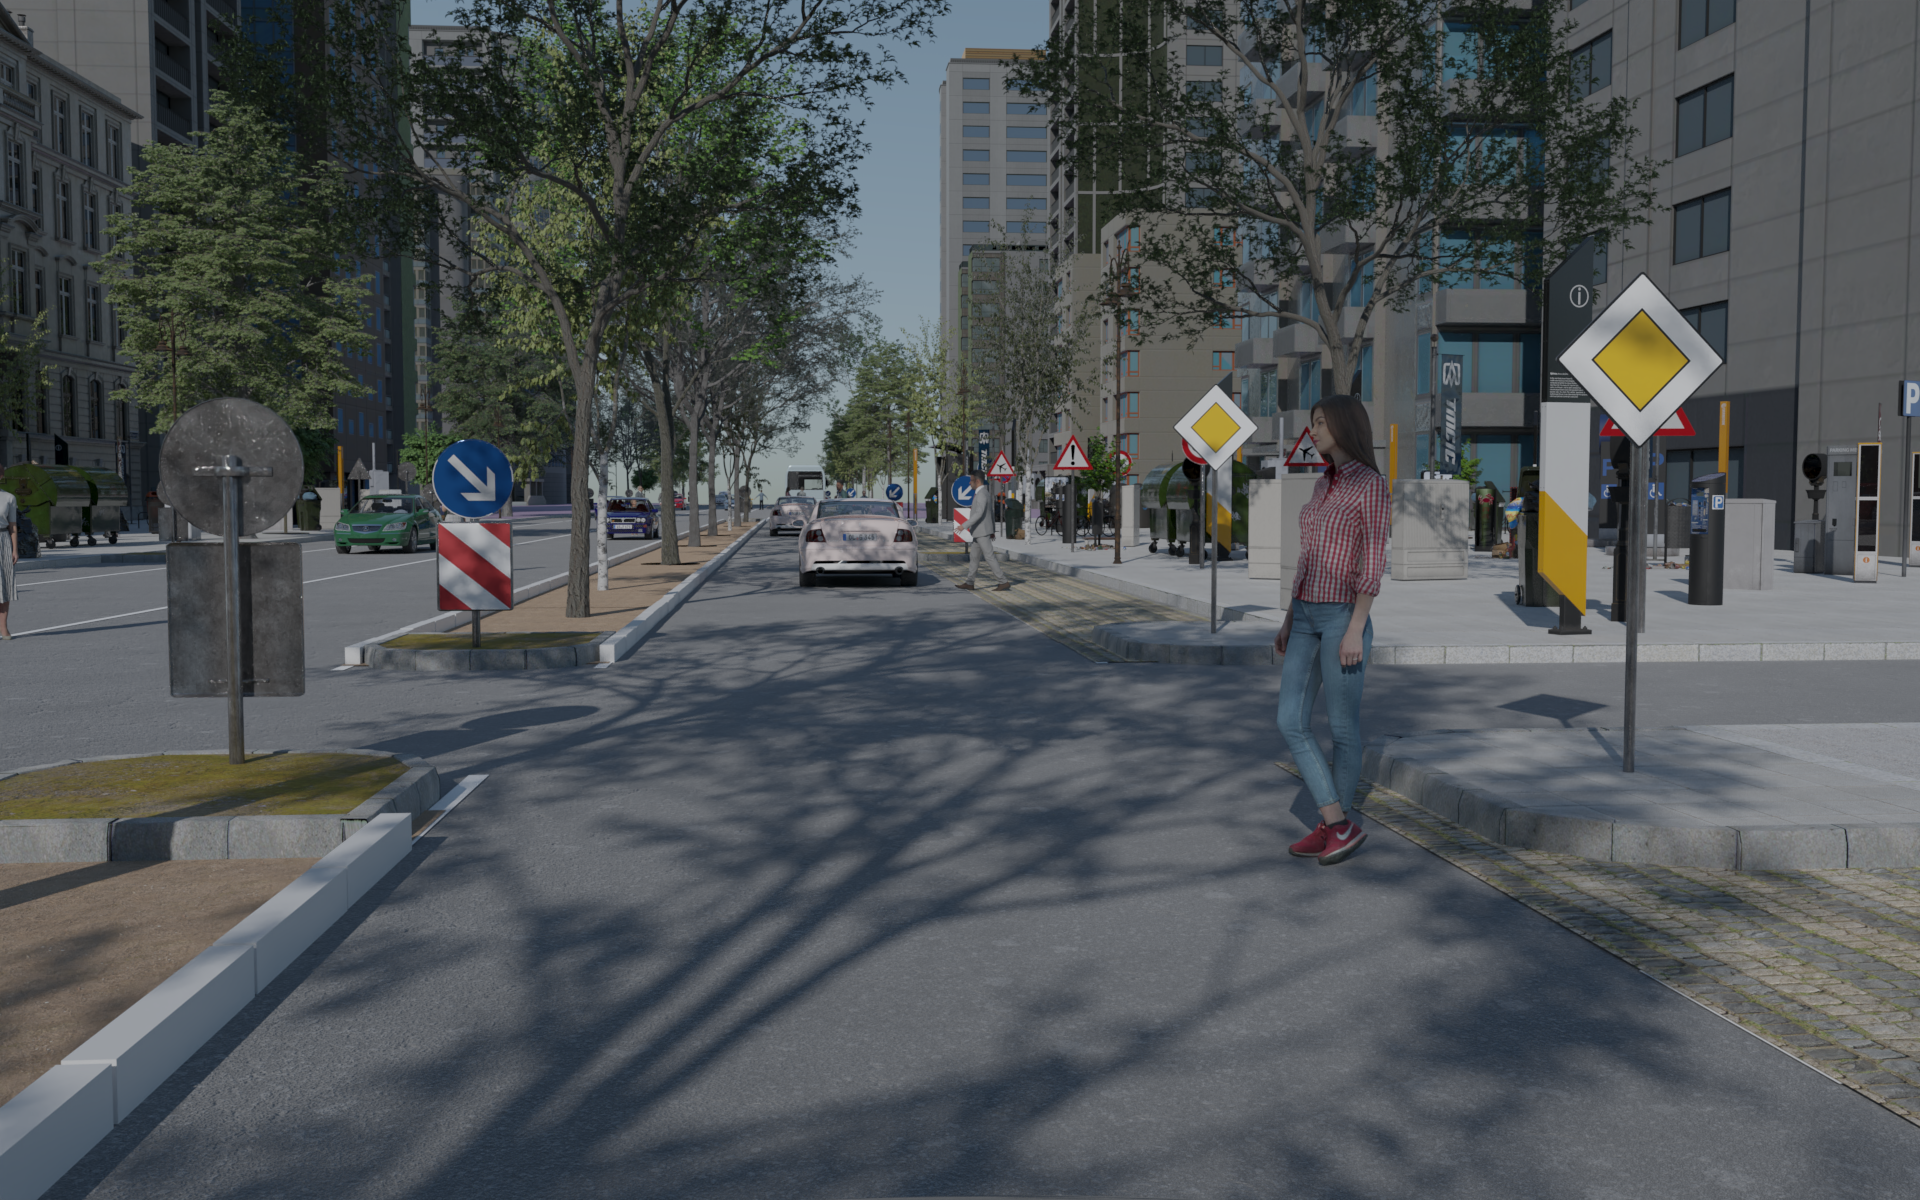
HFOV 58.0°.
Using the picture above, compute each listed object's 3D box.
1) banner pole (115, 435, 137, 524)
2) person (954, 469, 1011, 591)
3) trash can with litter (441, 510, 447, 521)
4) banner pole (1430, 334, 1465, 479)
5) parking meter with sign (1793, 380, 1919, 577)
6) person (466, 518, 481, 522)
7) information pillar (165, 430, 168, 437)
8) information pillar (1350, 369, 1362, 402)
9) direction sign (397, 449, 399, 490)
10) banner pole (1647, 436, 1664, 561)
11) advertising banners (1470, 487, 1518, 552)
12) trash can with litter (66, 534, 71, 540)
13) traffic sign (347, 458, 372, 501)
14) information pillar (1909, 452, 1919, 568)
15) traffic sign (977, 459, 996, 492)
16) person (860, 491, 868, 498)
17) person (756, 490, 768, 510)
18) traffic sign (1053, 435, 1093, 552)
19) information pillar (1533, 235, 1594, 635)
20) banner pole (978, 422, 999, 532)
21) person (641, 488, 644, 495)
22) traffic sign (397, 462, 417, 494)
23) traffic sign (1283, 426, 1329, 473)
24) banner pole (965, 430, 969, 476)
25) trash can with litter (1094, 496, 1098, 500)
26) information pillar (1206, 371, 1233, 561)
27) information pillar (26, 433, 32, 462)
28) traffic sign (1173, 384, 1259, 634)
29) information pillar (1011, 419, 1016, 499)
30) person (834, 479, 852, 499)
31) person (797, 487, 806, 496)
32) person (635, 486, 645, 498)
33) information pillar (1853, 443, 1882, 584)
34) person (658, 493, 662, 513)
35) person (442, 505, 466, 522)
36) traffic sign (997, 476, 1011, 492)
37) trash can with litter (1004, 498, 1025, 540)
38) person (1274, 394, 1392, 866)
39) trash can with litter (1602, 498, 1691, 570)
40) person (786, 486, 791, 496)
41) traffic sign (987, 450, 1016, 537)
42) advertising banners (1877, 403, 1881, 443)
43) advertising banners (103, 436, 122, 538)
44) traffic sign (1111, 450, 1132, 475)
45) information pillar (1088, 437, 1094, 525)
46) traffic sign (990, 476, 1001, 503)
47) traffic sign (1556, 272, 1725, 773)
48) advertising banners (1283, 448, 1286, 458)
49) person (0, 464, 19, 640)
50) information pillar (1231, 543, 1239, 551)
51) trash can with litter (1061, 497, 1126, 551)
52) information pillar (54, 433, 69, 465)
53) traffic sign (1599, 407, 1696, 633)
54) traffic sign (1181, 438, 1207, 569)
[{"bbox_3d":[-35.438,-5.107,73.516,0.401,3.779,0.863,2,4,35],"label":"banner pole"},{"bbox_3d":[0.329,-1.020,25.459,0.850,1.792,0.678,0,4,6],"label":"person"},{"bbox_3d":[-24.526,-4.350,82.503,1.055,1.170,0.624,2,4,35],"label":"trash can with litter"},{"bbox_3d":[7.605,-2.278,27.258,0.863,3.779,0.401,-2,4,-30],"label":"banner pole"},{"bbox_3d":[14.129,-1.904,27.384,0.543,3.016,1.738,-2,4,-35],"label":"parking meter with sign"},{"bbox_3d":[-13.043,-2.287,46.459,0.524,1.755,0.480,3,5,39],"label":"person"},{"bbox_3d":[-24.469,-3.801,53.498,0.183,3.616,0.504,-2,4,-28],"label":"information pillar"},{"bbox_3d":[7.350,-2.513,32.435,0.183,3.616,0.504,3,5,44],"label":"information pillar"},{"bbox_3d":[-28.376,-5.838,87.447,0.379,3.537,0.876,-1,4,-16],"label":"direction sign"},{"bbox_3d":[13.220,-2.638,33.143,0.863,3.779,0.401,-3,4,-39],"label":"banner pole"},{"bbox_3d":[12.309,-2.560,38.039,2.074,3.025,0.090,2,4,25],"label":"advertising banners"},{"bbox_3d":[-25.227,-2.265,48.421,0.624,1.170,1.055,-1,4,-18],"label":"trash can with litter"},{"bbox_3d":[-21.465,-3.786,61.909,0.884,2.594,0.081,0,4,3],"label":"traffic sign"},{"bbox_3d":[16.830,-1.575,30.249,0.304,2.012,0.304,-2,4,-34],"label":"information pillar"},{"bbox_3d":[0.984,-3.689,60.426,0.768,2.556,0.104,0,4,-2],"label":"traffic sign"},{"bbox_3d":[-4.718,-4.581,85.210,0.589,1.601,0.330,0,4,-1],"label":"person"},{"bbox_3d":[-17.930,-9.040,156.289,1.348,1.826,0.705,-2,4,-30],"label":"person"},{"bbox_3d":[2.474,-2.324,37.999,0.884,2.594,0.081,0,4,1],"label":"traffic sign"},{"bbox_3d":[5.508,-1.491,15.726,0.504,3.616,0.183,-1,4,-18],"label":"information pillar"},{"bbox_3d":[0.949,-4.212,58.876,0.863,3.779,0.401,3,4,37],"label":"banner pole"},{"bbox_3d":[-18.595,-5.598,100.543,0.721,1.766,1.217,-2,4,-30],"label":"person"},{"bbox_3d":[-21.889,-4.185,68.525,0.768,2.556,0.104,0,4,-5],"label":"traffic sign"},{"bbox_3d":[6.633,-2.033,33.237,0.884,2.594,0.081,0,3,0],"label":"traffic sign"},{"bbox_3d":[0.244,-4.764,67.904,0.401,3.779,0.863,-1,4,-12],"label":"banner pole"},{"bbox_3d":[6.817,-4.635,87.172,0.624,1.170,1.055,1,4,10],"label":"trash can with litter"},{"bbox_3d":[4.962,-2.550,33.042,0.504,3.616,0.183,-1,4,-12],"label":"information pillar"},{"bbox_3d":[-35.675,-4.591,66.419,0.183,3.616,0.504,-1,4,-19],"label":"information pillar"},{"bbox_3d":[2.332,-0.749,15.883,0.795,2.450,0.064,0,4,-5],"label":"traffic sign"},{"bbox_3d":[1.640,-3.751,52.680,0.183,3.616,0.504,1,4,11],"label":"information pillar"},{"bbox_3d":[-3.186,-2.324,46.488,0.713,1.824,0.794,0,4,-2],"label":"person"},{"bbox_3d":[-8.065,-4.898,88.687,0.635,1.810,0.391,1,4,21],"label":"person"},{"bbox_3d":[-14.510,-4.302,79.020,0.590,1.801,0.661,2,4,24],"label":"person"},{"bbox_3d":[13.063,-1.251,24.942,0.304,2.012,0.304,2,4,24],"label":"information pillar"},{"bbox_3d":[-15.242,-4.932,89.528,0.661,1.777,0.834,-3,4,-38],"label":"person"},{"bbox_3d":[-8.885,-1.315,30.564,0.524,1.755,0.480,3,5,41],"label":"person"},{"bbox_3d":[2.083,-5.080,83.162,0.768,2.556,0.104,0,4,-1],"label":"traffic sign"},{"bbox_3d":[1.680,-2.297,48.938,0.624,1.170,1.055,-2,4,-29],"label":"trash can with litter"},{"bbox_3d":[1.446,0.102,6.840,0.388,1.821,0.555,-2,4,-34],"label":"person"},{"bbox_3d":[12.050,-1.160,30.021,2.233,1.210,1.678,-1,4,-11],"label":"trash can with litter"},{"bbox_3d":[-8.780,-4.929,89.103,0.388,1.821,0.555,-1,4,-16],"label":"person"},{"bbox_3d":[1.238,-3.154,51.576,0.884,2.594,0.081,0,4,3],"label":"traffic sign"},{"bbox_3d":[17.311,-2.238,32.783,0.090,3.025,2.074,2,4,32],"label":"advertising banners"},{"bbox_3d":[-25.091,-3.372,51.328,0.090,3.025,2.074,-1,4,-10],"label":"advertising banners"},{"bbox_3d":[4.604,-3.064,50.210,0.768,2.556,0.104,0,4,1],"label":"traffic sign"},{"bbox_3d":[5.413,-4.912,71.669,0.183,3.616,0.504,2,4,31],"label":"information pillar"},{"bbox_3d":[1.195,-4.052,66.255,0.884,2.594,0.081,0,4,-4],"label":"traffic sign"},{"bbox_3d":[3.084,-0.262,7.933,0.795,2.450,0.064,0,4,-5],"label":"traffic sign"},{"bbox_3d":[12.194,-4.263,65.886,0.090,3.025,2.074,1,4,22],"label":"advertising banners"},{"bbox_3d":[-9.460,-0.480,16.923,0.480,1.755,0.524,-3,4,-37],"label":"person"},{"bbox_3d":[6.164,-2.131,39.328,0.304,2.012,0.304,2,4,25],"label":"information pillar"},{"bbox_3d":[3.012,-1.781,40.177,1.678,1.210,2.233,1,4,15],"label":"trash can with litter"},{"bbox_3d":[-34.498,-4.599,66.547,0.504,3.616,0.183,-1,4,-18],"label":"information pillar"},{"bbox_3d":[6.291,-0.973,15.919,0.884,2.594,0.081,0,4,-1],"label":"traffic sign"},{"bbox_3d":[4.165,-1.811,29.724,0.768,2.556,0.104,0,4,-2],"label":"traffic sign"}]
